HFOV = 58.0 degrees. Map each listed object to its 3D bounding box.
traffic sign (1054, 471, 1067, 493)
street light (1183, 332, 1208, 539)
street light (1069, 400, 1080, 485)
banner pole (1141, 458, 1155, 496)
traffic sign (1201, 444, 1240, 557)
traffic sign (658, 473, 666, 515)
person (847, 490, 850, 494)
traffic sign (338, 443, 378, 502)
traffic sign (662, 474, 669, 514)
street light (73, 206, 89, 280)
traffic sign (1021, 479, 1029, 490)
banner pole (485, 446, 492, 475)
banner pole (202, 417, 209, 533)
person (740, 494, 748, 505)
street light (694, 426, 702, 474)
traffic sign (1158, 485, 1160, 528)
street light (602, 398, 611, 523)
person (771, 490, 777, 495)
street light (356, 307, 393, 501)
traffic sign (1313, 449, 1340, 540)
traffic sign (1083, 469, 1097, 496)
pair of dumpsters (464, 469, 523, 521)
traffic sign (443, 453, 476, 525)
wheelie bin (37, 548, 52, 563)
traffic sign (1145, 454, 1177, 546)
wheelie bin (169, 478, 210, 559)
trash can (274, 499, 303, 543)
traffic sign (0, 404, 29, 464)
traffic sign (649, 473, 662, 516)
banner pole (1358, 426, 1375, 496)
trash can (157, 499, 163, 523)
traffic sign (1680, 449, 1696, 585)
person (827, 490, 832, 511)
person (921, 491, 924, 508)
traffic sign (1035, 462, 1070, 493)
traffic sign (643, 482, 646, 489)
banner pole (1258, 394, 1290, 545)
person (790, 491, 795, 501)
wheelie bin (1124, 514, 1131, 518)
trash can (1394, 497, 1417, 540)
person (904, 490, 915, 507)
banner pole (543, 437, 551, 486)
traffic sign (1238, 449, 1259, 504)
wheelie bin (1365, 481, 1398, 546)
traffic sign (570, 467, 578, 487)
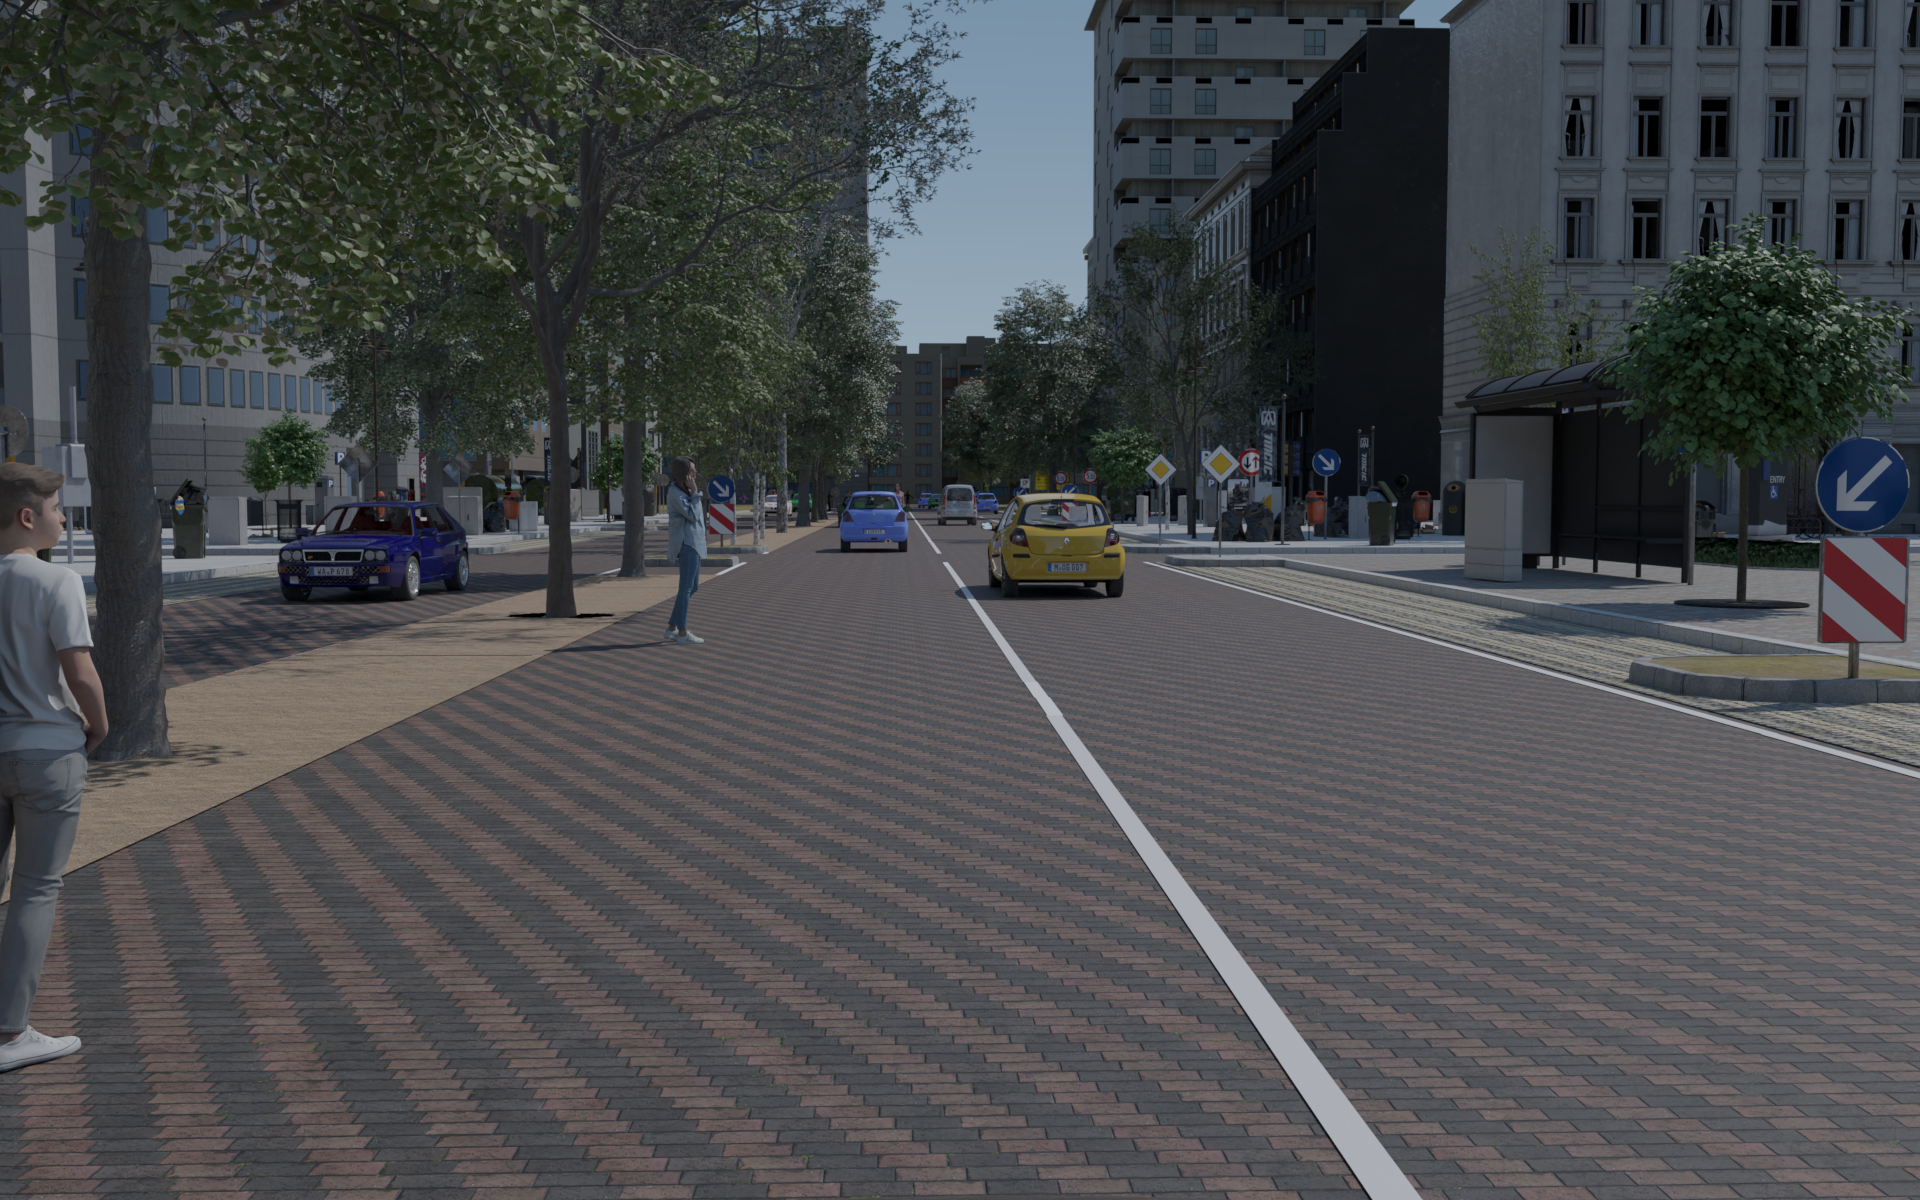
[{"bbox_3d":[5.649,-5.944,97.296,0.768,2.556,0.104,0,4,-1],"label":"traffic sign"},{"bbox_3d":[6.737,-4.702,49.658,0.468,5.910,1.993,0,4,-2],"label":"street light"},{"bbox_3d":[5.548,-6.786,83.740,0.468,5.910,1.993,0,4,-2],"label":"street light"},{"bbox_3d":[11.439,-7.036,105.052,0.863,3.779,0.401,-1,4,-13],"label":"banner pole"},{"bbox_3d":[5.267,-1.921,35.057,0.795,2.450,0.064,0,4,-2],"label":"traffic sign"},{"bbox_3d":[-18.510,-6.525,106.784,0.768,2.556,0.104,0,4,7],"label":"traffic sign"},{"bbox_3d":[-11.866,-10.796,184.953,0.705,1.831,1.348,0,4,5],"label":"person"},{"bbox_3d":[-11.967,-1.884,34.452,0.795,2.450,0.064,0,4,-2],"label":"traffic sign"},{"bbox_3d":[-18.733,-6.684,109.382,0.768,2.556,0.104,0,4,3],"label":"traffic sign"},{"bbox_3d":[-13.758,-3.386,28.147,0.468,5.910,1.993,0,4,-2],"label":"street light"},{"bbox_3d":[4.365,-6.978,116.217,0.606,2.300,0.079,0,4,4],"label":"traffic sign"},{"bbox_3d":[-24.334,-6.075,89.336,0.401,3.779,0.863,-3,5,-42],"label":"banner pole"},{"bbox_3d":[-24.575,-4.061,56.407,0.401,3.779,0.863,-1,4,-22],"label":"banner pole"},{"bbox_3d":[-24.445,-11.264,195.893,0.991,1.433,0.599,-3,4,-38],"label":"person"},{"bbox_3d":[-16.702,-8.445,110.860,0.468,5.910,1.993,0,4,-2],"label":"street light"},{"bbox_3d":[7.538,-3.935,65.528,0.795,2.450,0.064,0,4,-1],"label":"traffic sign"},{"bbox_3d":[-15.594,-6.360,76.775,0.468,5.910,1.993,0,4,-2],"label":"street light"},{"bbox_3d":[-13.194,-6.989,123.494,1.217,1.743,0.721,2,4,29],"label":"person"},{"bbox_3d":[-14.344,-4.265,42.527,0.468,5.910,1.993,0,4,-2],"label":"street light"},{"bbox_3d":[10.307,-2.978,48.792,0.768,2.556,0.104,0,4,6],"label":"traffic sign"},{"bbox_3d":[6.480,-5.256,86.045,0.768,2.556,0.104,0,4,3],"label":"traffic sign"},{"bbox_3d":[-17.507,-3.798,64.593,1.574,2.255,4.437,0,4,-2],"label":"pair of dumpsters"},{"bbox_3d":[-12.257,-2.372,42.432,0.795,2.450,0.064,0,4,-2],"label":"traffic sign"},{"bbox_3d":[-15.153,-1.239,28.173,0.693,1.594,0.980,2,4,33],"label":"wheelie bin"},{"bbox_3d":[4.976,-2.409,43.037,0.795,2.450,0.064,0,4,-2],"label":"traffic sign"},{"bbox_3d":[-15.341,-1.627,34.516,0.693,1.594,0.980,-1,4,-17],"label":"wheelie bin"},{"bbox_3d":[-17.636,-2.072,45.536,0.748,1.137,0.748,0,3,0],"label":"trash can"},{"bbox_3d":[-13.585,-1.498,24.606,0.768,2.556,0.104,0,4,5],"label":"traffic sign"},{"bbox_3d":[-18.008,-6.253,102.339,0.768,2.556,0.104,0,4,3],"label":"traffic sign"},{"bbox_3d":[15.115,-4.542,64.278,0.401,3.779,0.863,-3,4,-36],"label":"banner pole"},{"bbox_3d":[-25.250,-2.594,54.073,0.748,1.137,0.748,0,3,0],"label":"trash can"},{"bbox_3d":[10.282,-1.480,24.303,0.768,2.556,0.104,0,4,1],"label":"traffic sign"},{"bbox_3d":[-11.042,-8.407,146.089,0.705,1.807,1.348,1,4,19],"label":"person"},{"bbox_3d":[-3.896,-10.481,180.411,0.434,1.755,0.990,1,4,11],"label":"person"},{"bbox_3d":[5.939,-7.190,111.435,2.265,3.308,0.079,0,4,2],"label":"traffic sign"},{"bbox_3d":[-18.226,-6.138,94.225,2.265,3.308,0.079,0,4,0],"label":"traffic sign"},{"bbox_3d":[7.892,-3.271,43.499,0.863,3.779,0.401,0,4,-6],"label":"banner pole"},{"bbox_3d":[-14.945,-8.860,153.880,0.721,1.766,1.217,-2,4,-23],"label":"person"},{"bbox_3d":[8.684,-5.149,92.095,0.693,1.594,0.980,-2,4,-32],"label":"wheelie bin"},{"bbox_3d":[12.504,-2.280,48.924,0.748,1.137,0.748,0,3,0],"label":"trash can"},{"bbox_3d":[-4.169,-7.925,138.902,1.217,1.723,0.721,1,4,15],"label":"person"},{"bbox_3d":[-15.716,-4.719,67.173,0.863,3.779,0.401,0,4,-8],"label":"banner pole"},{"bbox_3d":[8.190,-2.973,48.708,0.768,2.556,0.104,0,4,6],"label":"traffic sign"},{"bbox_3d":[10.483,-2.154,43.129,0.693,1.594,0.980,2,4,26],"label":"wheelie bin"},{"bbox_3d":[-18.072,-4.904,80.285,0.768,2.556,0.104,0,4,-1],"label":"traffic sign"}]
